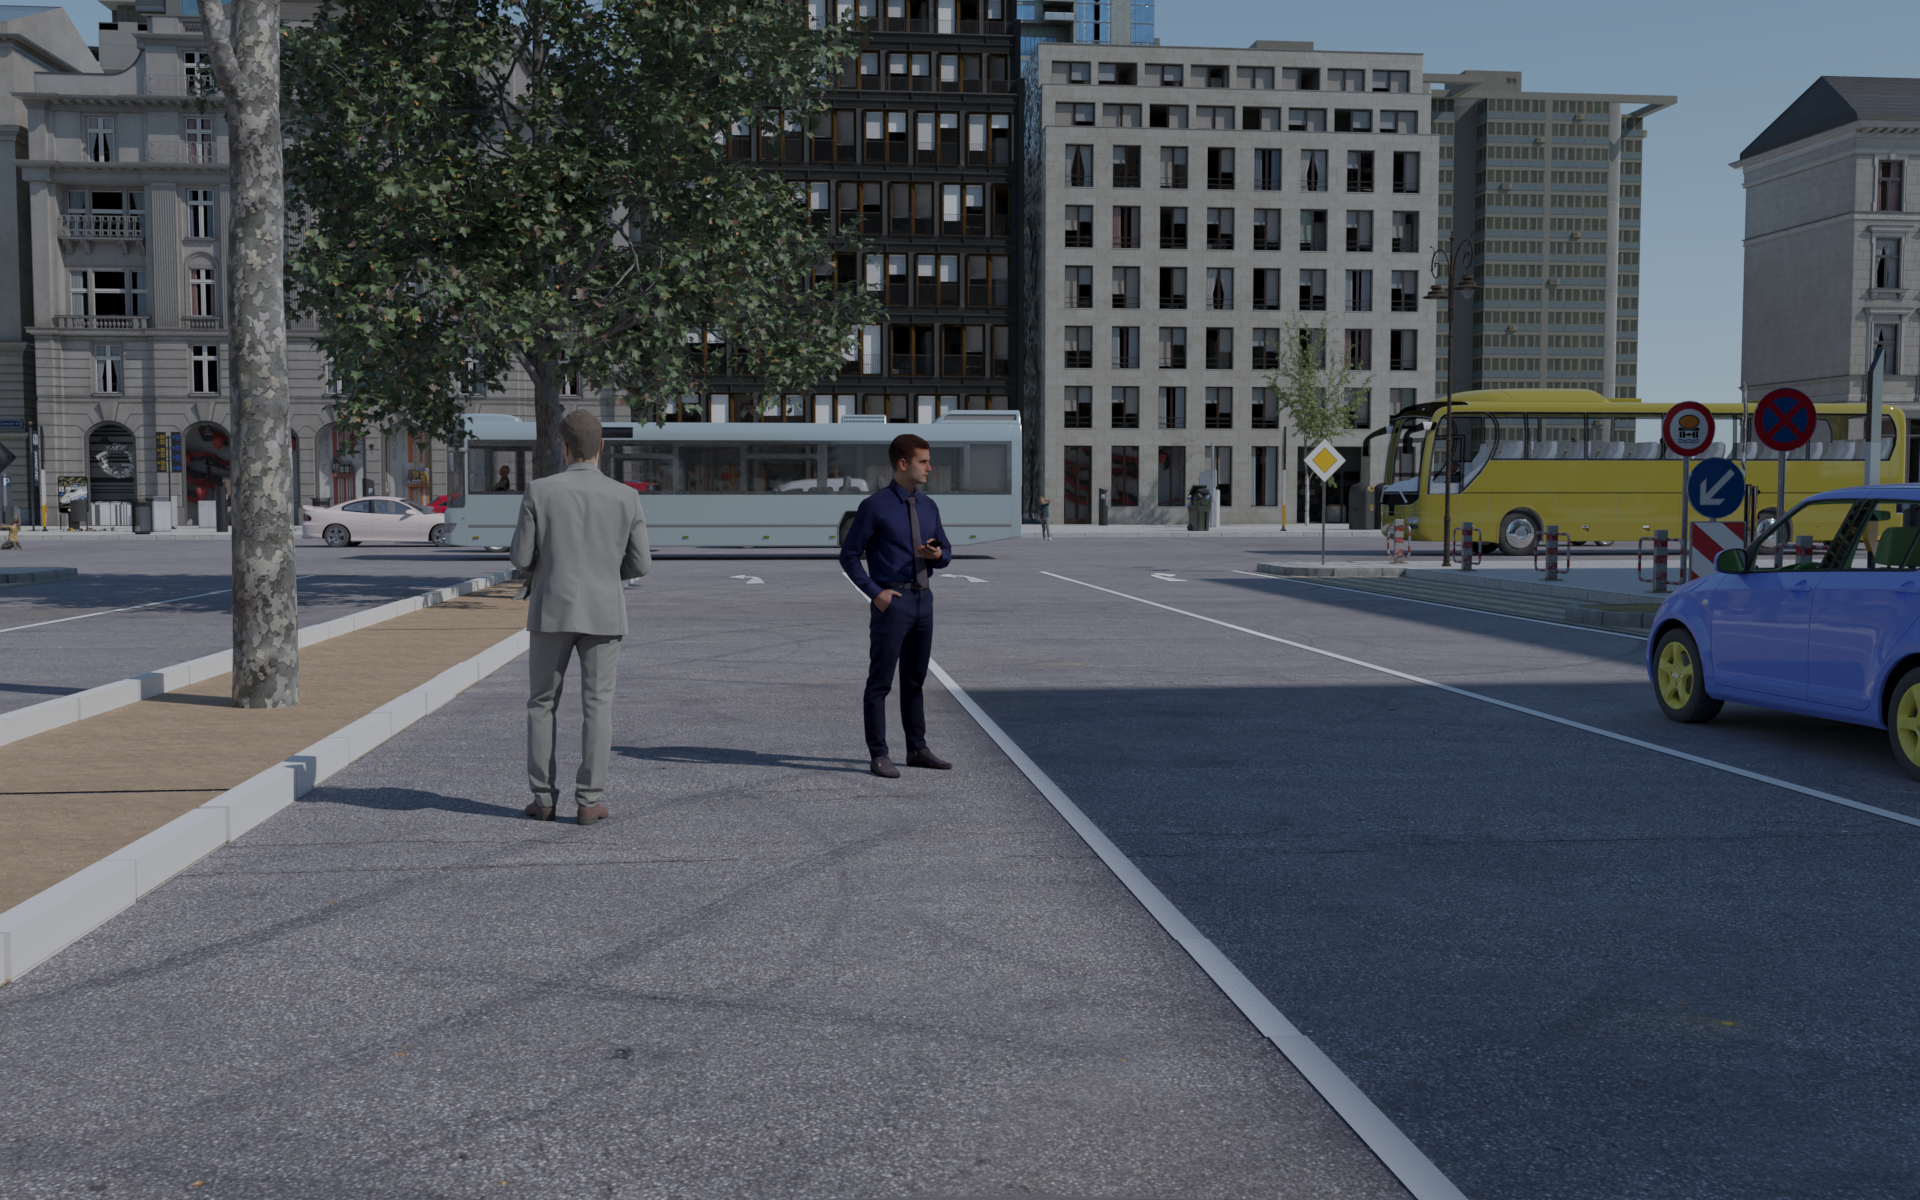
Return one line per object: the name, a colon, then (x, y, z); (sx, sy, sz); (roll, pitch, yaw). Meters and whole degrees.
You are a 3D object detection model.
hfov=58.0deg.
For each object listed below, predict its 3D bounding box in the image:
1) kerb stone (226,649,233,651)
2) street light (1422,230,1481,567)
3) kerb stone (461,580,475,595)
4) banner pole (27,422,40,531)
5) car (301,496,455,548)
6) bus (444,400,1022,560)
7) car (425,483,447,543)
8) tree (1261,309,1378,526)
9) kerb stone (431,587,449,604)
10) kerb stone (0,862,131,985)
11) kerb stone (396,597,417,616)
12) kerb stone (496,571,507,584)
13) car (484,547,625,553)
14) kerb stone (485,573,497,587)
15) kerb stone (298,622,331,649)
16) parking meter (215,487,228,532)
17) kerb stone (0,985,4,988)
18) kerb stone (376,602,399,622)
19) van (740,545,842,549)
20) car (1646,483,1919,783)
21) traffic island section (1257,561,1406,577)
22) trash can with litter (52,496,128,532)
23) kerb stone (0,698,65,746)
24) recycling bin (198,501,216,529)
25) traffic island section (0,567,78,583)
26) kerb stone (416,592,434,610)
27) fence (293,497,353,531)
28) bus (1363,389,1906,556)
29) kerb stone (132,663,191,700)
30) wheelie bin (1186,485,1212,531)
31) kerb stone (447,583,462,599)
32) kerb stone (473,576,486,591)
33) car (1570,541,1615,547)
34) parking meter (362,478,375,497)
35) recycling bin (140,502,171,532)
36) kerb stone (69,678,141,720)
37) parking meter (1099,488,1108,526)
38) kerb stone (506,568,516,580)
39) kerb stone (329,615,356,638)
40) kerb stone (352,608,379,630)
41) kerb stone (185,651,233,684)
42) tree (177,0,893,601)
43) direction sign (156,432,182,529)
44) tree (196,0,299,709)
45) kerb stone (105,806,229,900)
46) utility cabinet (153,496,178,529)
kerb stone: (-5.984, 0.472, 14.471); (0.120, 0.150, 1.000); (0, 4, -6)
street light: (8.634, -3.534, 30.562); (0.468, 5.910, 1.993); (0, 4, -6)
kerb stone: (-7.103, -0.154, 24.713); (0.120, 0.150, 1.000); (0, 4, -6)
banner pole: (-32.091, -4.285, 60.069); (0.401, 3.779, 0.863); (0, 4, -6)
car: (-15.445, -2.139, 47.329); (4.827, 1.381, 2.083); (0, 4, -5)
bus: (-5.354, -2.664, 38.415); (13.247, 3.499, 2.948); (0, 4, -5)
car: (-13.494, -2.545, 50.654); (4.494, 1.783, 2.155); (0, 4, -5)
tree: (14.129, -7.265, 69.149); (4.737, 8.622, 4.395); (0, 3, 0)
kerb stone: (-6.883, -0.029, 22.674); (0.120, 0.150, 1.000); (0, 4, -6)
kerb stone: (-2.896, 1.017, 5.568); (0.120, 0.150, 1.000); (0, 4, -6)
kerb stone: (-6.660, 0.096, 20.619); (0.120, 0.150, 1.000); (0, 4, -6)
kerb stone: (-7.439, -0.342, 27.782); (0.120, 0.150, 1.000); (0, 4, -6)
car: (-9.727, -2.113, 43.223); (5.304, 1.827, 2.281); (0, 4, -5)
kerb stone: (-7.329, -0.279, 26.763); (0.120, 0.150, 1.000); (0, 4, -6)
kerb stone: (-6.210, 0.347, 16.521); (0.120, 0.150, 1.000); (0, 4, -6)
parking meter: (-24.870, -3.054, 58.345); (0.372, 1.533, 0.369); (0, 3, 0)
kerb stone: (-2.793, 1.079, 4.546); (0.120, 0.150, 1.000); (0, 4, -6)
kerb stone: (-6.548, 0.161, 19.590); (0.120, 0.150, 1.000); (0, 4, -6)
van: (-4.396, -2.403, 46.302); (4.112, 2.044, 2.013); (0, 4, -8)
car: (5.428, -0.016, 9.856); (1.945, 1.707, 3.694); (0, 4, -6)
traffic island section: (6.572, -0.550, 31.276); (2.009, 0.180, 2.903); (0, 4, -6)
trash can with litter: (-29.867, -2.964, 59.514); (2.233, 1.210, 1.678); (-1, 4, -17)
kerb stone: (-5.550, 0.723, 10.379); (0.120, 0.150, 1.000); (0, 4, -6)
recycling bin: (-28.079, -3.198, 64.847); (0.722, 1.027, 0.722); (-1, 4, -14)
traffic island section: (-16.085, -0.399, 28.812); (2.009, 0.180, 2.903); (0, 4, -6)
kerb stone: (-6.765, 0.037, 21.654); (0.120, 0.150, 1.000); (0, 4, -6)
fence: (-22.272, -3.016, 60.507); (2.264, 1.192, 0.480); (0, 4, -3)
bus: (16.001, -3.041, 41.274); (12.252, 3.916, 2.896); (0, 4, -6)
kerb stone: (-5.764, 0.597, 12.427); (0.120, 0.150, 1.000); (0, 4, -6)
wheelie bin: (8.322, -3.187, 60.016); (0.980, 1.594, 0.693); (-2, 4, -32)
kerb stone: (-6.995, -0.092, 23.693); (0.120, 0.150, 1.000); (0, 4, -6)
kerb stone: (-7.221, -0.217, 25.743); (0.120, 0.150, 1.000); (0, 4, -6)
car: (16.355, -2.162, 47.928); (3.894, 1.354, 1.945); (-1, 4, -8)
parking meter: (-21.723, -3.543, 63.640); (0.255, 1.863, 0.399); (2, 4, 33)
recycling bin: (-27.239, -2.818, 58.621); (0.722, 1.027, 0.722); (1, 4, 22)
kerb stone: (-5.655, 0.660, 11.407); (0.120, 0.150, 1.000); (0, 4, -6)
parking meter: (5.804, -3.775, 70.126); (0.372, 1.533, 0.369); (0, 3, 0)
kerb stone: (-7.547, -0.398, 28.802); (0.120, 0.150, 1.000); (0, 4, -6)
kerb stone: (-6.323, 0.290, 17.544); (0.120, 0.150, 1.000); (0, 4, -6)
kerb stone: (-6.430, 0.222, 18.564); (0.120, 0.150, 1.000); (0, 4, -6)
kerb stone: (-5.871, 0.535, 13.446); (0.120, 0.150, 1.000); (0, 4, -6)
tree: (-5.589, -6.352, 23.316); (9.611, 12.733, 9.660); (0, 3, 0)
direction sign: (-28.771, -4.345, 63.038); (0.876, 3.537, 0.379); (0, 4, -5)
tree: (-5.981, -9.385, 11.789); (12.611, 20.169, 13.585); (0, 3, 0)
kerb stone: (-3.012, 0.958, 6.587); (0.120, 0.150, 1.000); (0, 4, -6)
utility cabinet: (-29.522, -3.252, 64.332); (1.020, 1.237, 0.306); (2, 4, 29)
